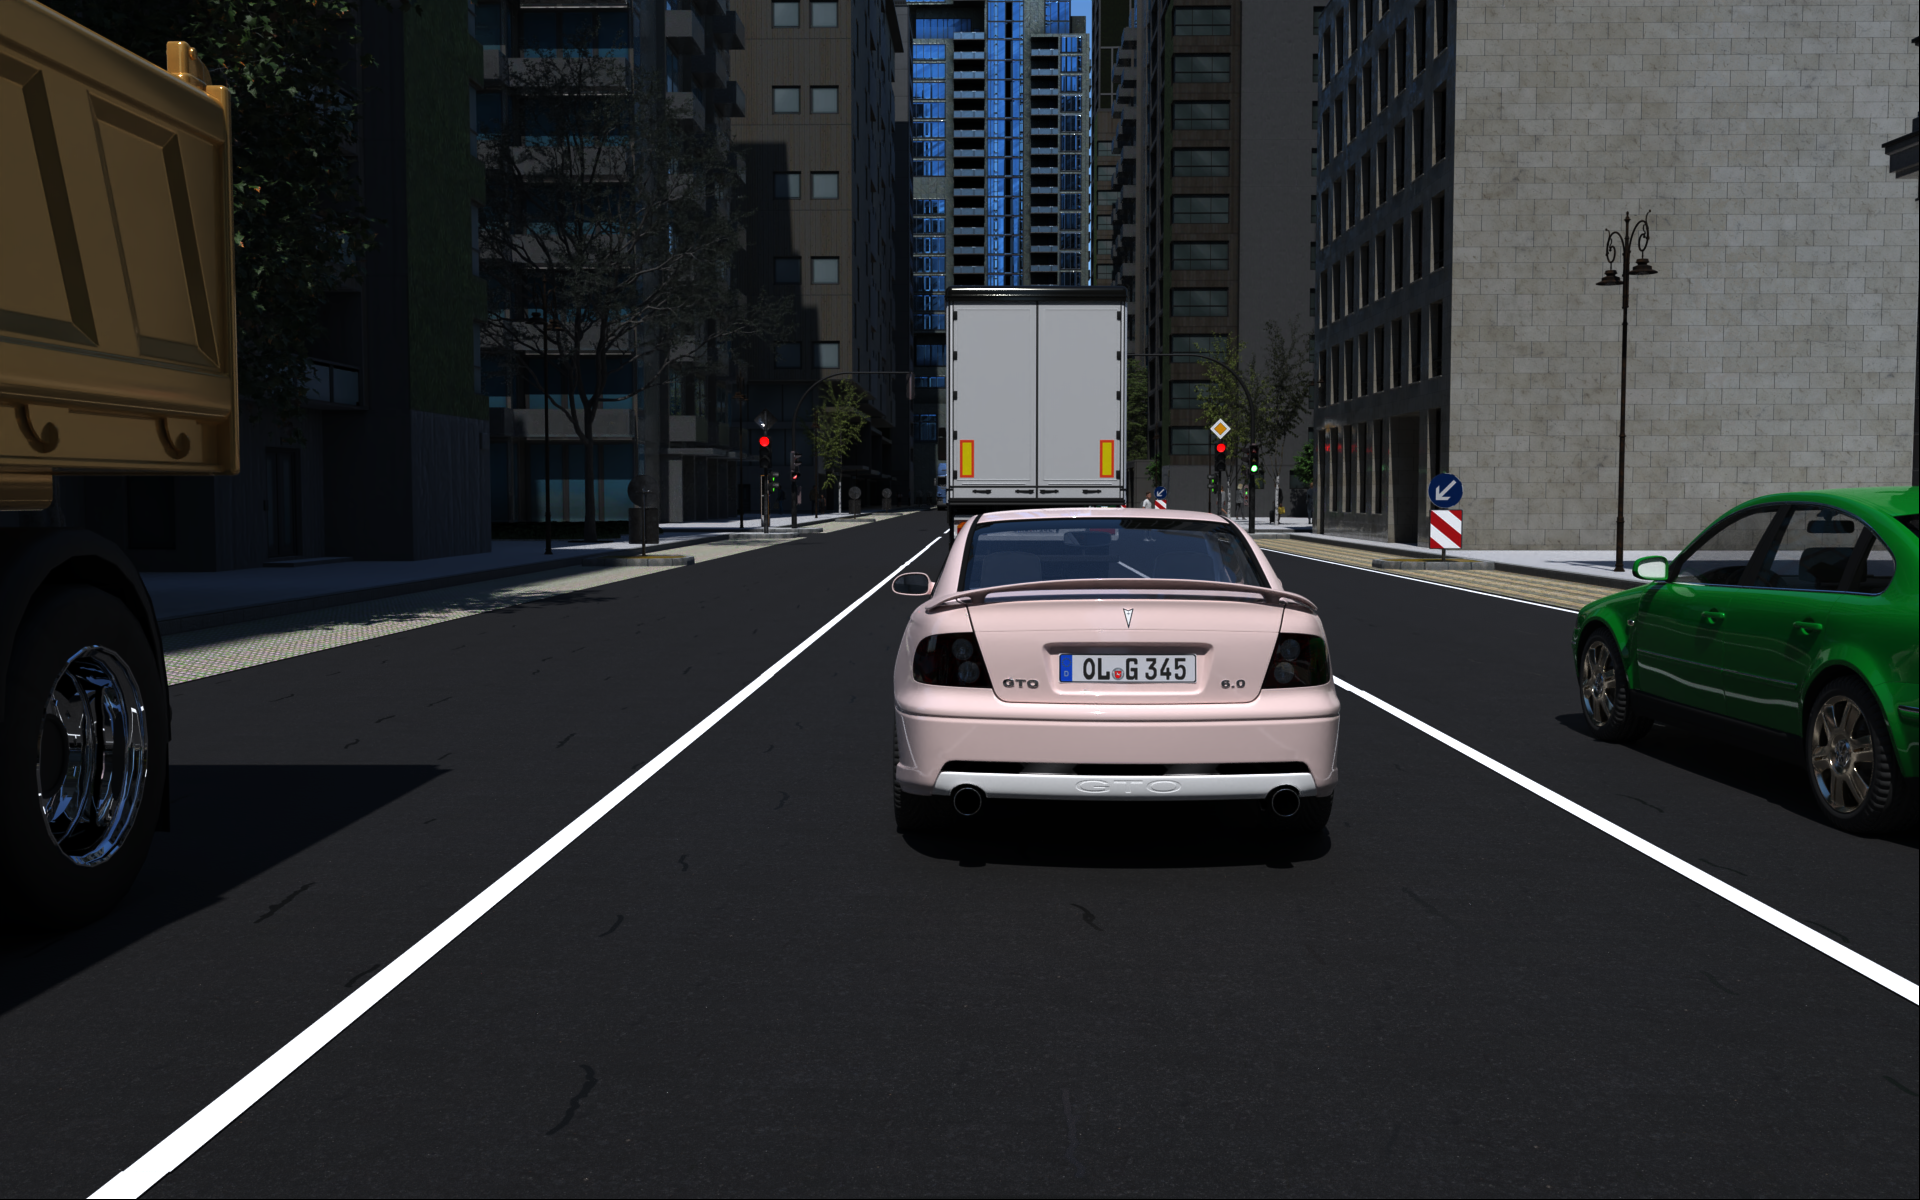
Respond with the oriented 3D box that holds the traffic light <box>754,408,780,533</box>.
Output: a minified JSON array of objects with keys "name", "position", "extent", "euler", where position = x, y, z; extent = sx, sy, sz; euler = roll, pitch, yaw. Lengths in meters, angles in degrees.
[{"name":"traffic light","position":[-6.311,-4.130,56.446],"extent":[0.839,4.253,0.868],"euler":[0,4,1]}]

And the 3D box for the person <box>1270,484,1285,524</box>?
[{"name":"person","position":[13.763,-4.209,75.084],"extent":[0.699,1.804,1.509],"euler":[1,4,12]}]

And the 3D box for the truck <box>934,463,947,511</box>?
[{"name":"truck","position":[-0.770,-10.198,156.493],"extent":[2.967,4.110,18.799],"euler":[0,4,0]}]

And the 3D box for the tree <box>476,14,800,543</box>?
[{"name":"tree","position":[-9.822,-8.254,45.318],"extent":[12.009,13.543,11.850],"euler":[0,3,0]}]

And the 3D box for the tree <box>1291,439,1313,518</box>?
[{"name":"tree","position":[19.460,-6.681,92.940],"extent":[4.285,4.588,4.351],"euler":[0,3,0]}]

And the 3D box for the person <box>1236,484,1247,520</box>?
[{"name":"person","position":[13.971,-4.891,86.196],"extent":[0.526,1.800,0.537],"euler":[-1,4,-16]}]

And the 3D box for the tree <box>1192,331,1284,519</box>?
[{"name":"tree","position":[12.224,-7.793,77.770],"extent":[4.737,8.622,4.395],"euler":[0,3,0]}]

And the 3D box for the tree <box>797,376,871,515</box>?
[{"name":"tree","position":[-7.623,-9.546,106.435],"extent":[4.737,8.622,4.395],"euler":[0,3,0]}]

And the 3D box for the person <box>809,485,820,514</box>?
[{"name":"person","position":[-9.161,-6.320,109.286],"extent":[0.656,1.842,0.836],"euler":[-1,4,-15]}]

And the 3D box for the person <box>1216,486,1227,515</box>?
[{"name":"person","position":[13.892,-5.193,91.700],"extent":[0.760,1.731,0.466],"euler":[2,4,23]}]

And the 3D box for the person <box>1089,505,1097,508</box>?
[{"name":"person","position":[4.320,-2.660,56.247],"extent":[0.306,1.304,0.590],"euler":[1,4,15]}]

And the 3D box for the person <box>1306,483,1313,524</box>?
[{"name":"person","position":[14.999,-4.109,73.648],"extent":[0.576,1.772,0.534],"euler":[0,4,-2]}]

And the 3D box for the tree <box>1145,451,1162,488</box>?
[{"name":"tree","position":[13.861,-7.991,114.370],"extent":[4.285,4.588,4.351],"euler":[0,3,0]}]

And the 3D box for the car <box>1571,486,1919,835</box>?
[{"name":"car","position":[4.596,0.008,8.672],"extent":[1.959,1.807,4.718],"euler":[0,4,-1]}]

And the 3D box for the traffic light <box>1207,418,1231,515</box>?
[{"name":"traffic light","position":[9.604,-4.600,64.138],"extent":[0.839,4.253,0.868],"euler":[0,4,1]}]

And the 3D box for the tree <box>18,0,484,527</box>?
[{"name":"tree","position":[-9.972,-6.201,18.395],"extent":[9.611,12.733,9.660],"euler":[0,3,0]}]

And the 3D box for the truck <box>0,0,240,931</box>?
[{"name":"truck","position":[-4.098,-0.377,2.093],"extent":[3.469,3.379,9.791],"euler":[0,4,0]}]

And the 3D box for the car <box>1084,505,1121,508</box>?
[{"name":"car","position":[6.721,-4.358,83.052],"extent":[2.131,1.459,4.920],"euler":[0,4,0]}]

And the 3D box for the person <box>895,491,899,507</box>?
[{"name":"person","position":[-6.284,-10.175,173.878],"extent":[0.415,1.643,0.593],"euler":[0,4,2]}]

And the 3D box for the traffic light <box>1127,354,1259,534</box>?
[{"name":"traffic light","position":[7.355,-4.978,56.054],"extent":[4.771,5.953,1.251],"euler":[0,4,1]}]

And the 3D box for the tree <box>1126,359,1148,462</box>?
[{"name":"tree","position":[14.280,-13.852,144.610],"extent":[7.486,12.596,7.792],"euler":[0,3,0]}]

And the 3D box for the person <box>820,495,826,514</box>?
[{"name":"person","position":[-8.724,-6.077,110.067],"extent":[0.362,1.253,0.373],"euler":[0,4,4]}]

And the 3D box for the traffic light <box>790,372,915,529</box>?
[{"name":"traffic light","position":[-4.061,-5.490,64.424],"extent":[4.771,5.953,1.251],"euler":[0,4,1]}]

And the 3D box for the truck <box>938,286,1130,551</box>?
[{"name":"truck","position":[1.007,-2.447,28.914],"extent":[2.839,4.237,11.283],"euler":[0,4,0]}]

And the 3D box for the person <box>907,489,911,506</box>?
[{"name":"person","position":[-5.549,-11.181,188.834],"extent":[0.705,1.826,1.348],"euler":[0,4,6]}]

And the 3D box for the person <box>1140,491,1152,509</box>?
[{"name":"person","position":[5.684,-2.520,52.293],"extent":[0.523,1.515,0.503],"euler":[0,4,-1]}]

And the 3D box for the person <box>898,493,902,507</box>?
[{"name":"person","position":[-5.908,-9.852,170.314],"extent":[0.628,1.438,0.799],"euler":[-3,5,-41]}]

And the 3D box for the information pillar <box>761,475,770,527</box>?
[{"name":"information pillar","position":[-7.580,-3.855,67.518],"extent":[0.304,2.012,0.304],"euler":[0,4,5]}]

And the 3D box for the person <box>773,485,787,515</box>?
[{"name":"person","position":[-11.179,-6.203,107.450],"extent":[0.713,1.824,0.794],"euler":[3,4,36]}]

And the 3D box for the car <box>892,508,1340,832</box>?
[{"name":"car","position":[0.666,0.222,8.738],"extent":[2.083,1.381,4.827],"euler":[0,4,1]}]

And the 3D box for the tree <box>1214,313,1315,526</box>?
[{"name":"tree","position":[12.824,-7.360,70.701],"extent":[4.360,8.622,3.978],"euler":[0,3,0]}]
